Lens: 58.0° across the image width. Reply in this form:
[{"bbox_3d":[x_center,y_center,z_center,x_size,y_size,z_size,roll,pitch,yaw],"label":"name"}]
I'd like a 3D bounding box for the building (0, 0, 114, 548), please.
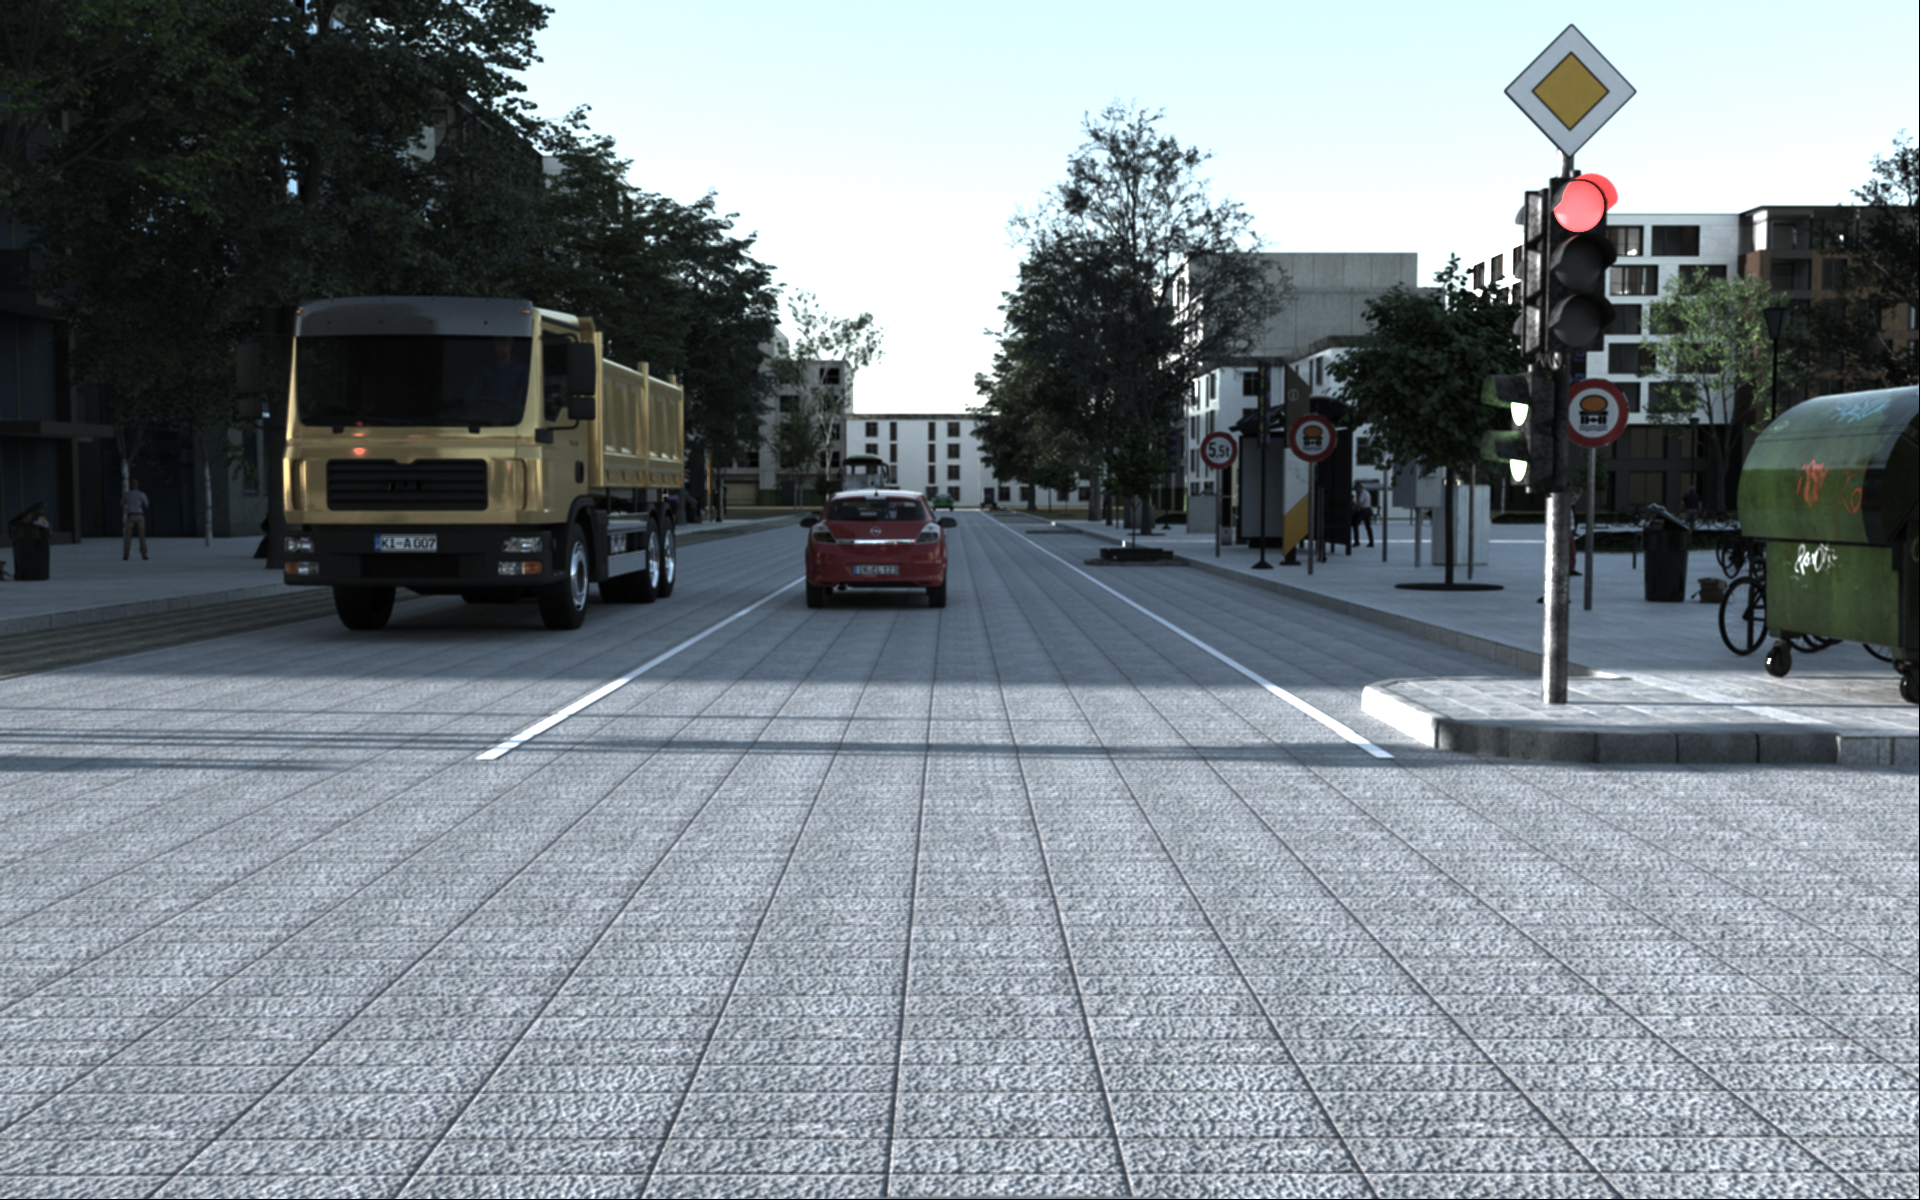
[{"bbox_3d":[-32.283,-23.266,35.019,22.147,44.769,28.867,0,4,0],"label":"building"}]

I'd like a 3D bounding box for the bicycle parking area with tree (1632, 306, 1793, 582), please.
[{"bbox_3d":[15.062,-2.416,26.501,8.231,4.147,9.016,1,4,13],"label":"bicycle parking area with tree"}]

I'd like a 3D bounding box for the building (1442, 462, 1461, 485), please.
[{"bbox_3d":[53.431,-20.329,188.805,11.380,20.091,16.016,0,4,0],"label":"building"}]

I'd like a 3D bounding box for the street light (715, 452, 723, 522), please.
[{"bbox_3d":[-10.594,-6.557,79.747,1.470,5.913,1.316,0,4,0],"label":"street light"}]

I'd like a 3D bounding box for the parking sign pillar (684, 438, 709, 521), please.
[{"bbox_3d":[-12.700,-5.759,82.634,1.447,3.967,1.447,2,4,24],"label":"parking sign pillar"}]

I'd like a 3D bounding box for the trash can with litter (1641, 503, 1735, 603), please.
[{"bbox_3d":[8.680,-0.567,20.652,1.055,1.170,0.624,2,4,26],"label":"trash can with litter"}]

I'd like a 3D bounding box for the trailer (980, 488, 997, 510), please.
[{"bbox_3d":[2.611,-9.343,159.800,1.471,1.999,3.904,0,4,-1],"label":"trailer"}]

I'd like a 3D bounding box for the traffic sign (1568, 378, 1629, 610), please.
[{"bbox_3d":[6.943,-1.160,19.075,0.768,2.556,0.104,0,4,3],"label":"traffic sign"}]

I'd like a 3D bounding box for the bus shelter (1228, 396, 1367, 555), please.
[{"bbox_3d":[7.410,-2.732,38.598,2.014,3.302,5.546,0,4,0],"label":"bus shelter"}]

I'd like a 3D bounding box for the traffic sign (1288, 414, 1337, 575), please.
[{"bbox_3d":[5.587,-1.677,27.529,0.768,2.556,0.104,0,4,3],"label":"traffic sign"}]

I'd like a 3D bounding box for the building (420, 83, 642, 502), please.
[{"bbox_3d":[-35.642,-15.821,102.649,27.936,21.610,32.646,0,4,0],"label":"building"}]

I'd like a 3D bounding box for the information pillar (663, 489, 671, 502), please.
[{"bbox_3d":[-13.886,-4.747,82.105,0.304,2.012,0.304,2,4,24],"label":"information pillar"}]

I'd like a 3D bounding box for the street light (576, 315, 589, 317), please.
[{"bbox_3d":[-10.279,-4.435,45.046,1.470,5.913,1.316,0,4,0],"label":"street light"}]

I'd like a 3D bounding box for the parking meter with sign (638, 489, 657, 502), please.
[{"bbox_3d":[-11.693,-4.203,64.987,0.543,3.016,1.738,2,4,28],"label":"parking meter with sign"}]

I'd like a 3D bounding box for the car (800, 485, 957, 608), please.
[{"bbox_3d":[-1.103,-0.875,23.340,2.155,1.783,4.494,0,4,-2],"label":"car"}]

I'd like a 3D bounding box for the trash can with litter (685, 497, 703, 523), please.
[{"bbox_3d":[-11.654,-3.954,76.041,0.624,1.170,1.055,-3,5,-42],"label":"trash can with litter"}]

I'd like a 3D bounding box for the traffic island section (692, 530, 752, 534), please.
[{"bbox_3d":[-8.634,-2.462,63.112,1.991,0.108,1.994,0,4,0],"label":"traffic island section"}]

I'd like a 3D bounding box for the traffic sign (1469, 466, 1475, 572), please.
[{"bbox_3d":[8.390,-1.729,28.383,0.768,2.556,0.104,0,4,1],"label":"traffic sign"}]

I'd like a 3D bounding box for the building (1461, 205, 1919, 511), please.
[{"bbox_3d":[60.078,-17.912,136.833,32.646,21.610,27.936,0,4,0],"label":"building"}]

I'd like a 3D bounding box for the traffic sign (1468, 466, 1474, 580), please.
[{"bbox_3d":[7.657,-1.585,25.927,0.884,2.594,0.081,1,4,9],"label":"traffic sign"}]

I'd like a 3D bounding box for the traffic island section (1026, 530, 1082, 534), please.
[{"bbox_3d":[3.416,-2.483,63.459,1.991,0.108,1.994,0,4,0],"label":"traffic island section"}]

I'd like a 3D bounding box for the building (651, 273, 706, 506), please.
[{"bbox_3d":[-38.282,-16.930,143.267,31.486,18.905,16.747,0,4,0],"label":"building"}]

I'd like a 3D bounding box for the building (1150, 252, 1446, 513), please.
[{"bbox_3d":[24.996,-16.442,135.290,16.747,18.905,31.486,0,4,0],"label":"building"}]

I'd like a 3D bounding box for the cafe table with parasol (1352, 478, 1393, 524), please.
[{"bbox_3d":[17.359,-4.253,74.402,2.610,1.966,2.610,2,4,26],"label":"cafe table with parasol"}]

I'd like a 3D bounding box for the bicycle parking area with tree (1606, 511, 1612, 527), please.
[{"bbox_3d":[29.691,-4.881,66.809,8.231,4.147,9.016,-1,4,-20],"label":"bicycle parking area with tree"}]

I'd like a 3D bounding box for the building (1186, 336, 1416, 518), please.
[{"bbox_3d":[20.234,-10.011,105.826,9.099,9.664,28.070,0,4,0],"label":"building"}]

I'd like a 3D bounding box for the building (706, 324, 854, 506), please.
[{"bbox_3d":[-27.785,-19.719,188.857,31.486,18.905,16.747,0,4,0],"label":"building"}]

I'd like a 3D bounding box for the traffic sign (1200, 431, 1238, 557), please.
[{"bbox_3d":[5.263,-2.152,35.284,0.768,2.556,0.104,0,4,0],"label":"traffic sign"}]

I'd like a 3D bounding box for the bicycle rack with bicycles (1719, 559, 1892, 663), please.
[{"bbox_3d":[7.414,-0.024,13.777,2.925,0.926,2.852,-1,4,-9],"label":"bicycle rack with bicycles"}]

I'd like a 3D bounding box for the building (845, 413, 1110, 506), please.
[{"bbox_3d":[2.015,-14.844,184.843,28.070,9.664,9.099,0,4,0],"label":"building"}]

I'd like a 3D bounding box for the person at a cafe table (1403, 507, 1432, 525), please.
[{"bbox_3d":[19.515,-3.860,71.619,1.622,1.524,1.698,-3,5,-39],"label":"person at a cafe table"}]

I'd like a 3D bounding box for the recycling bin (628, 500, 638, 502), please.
[{"bbox_3d":[-12.870,-3.488,69.582,0.722,1.027,0.722,1,4,12],"label":"recycling bin"}]

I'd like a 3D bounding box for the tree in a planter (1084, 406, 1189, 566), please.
[{"bbox_3d":[3.546,-2.324,35.220,1.991,3.239,1.994,0,4,0],"label":"tree in a planter"}]

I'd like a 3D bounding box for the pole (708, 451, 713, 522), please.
[{"bbox_3d":[-11.624,-5.307,80.611,0.158,3.312,0.155,0,3,0],"label":"pole"}]

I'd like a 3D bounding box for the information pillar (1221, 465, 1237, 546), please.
[{"bbox_3d":[6.721,-2.375,43.318,0.304,2.012,0.304,2,4,31],"label":"information pillar"}]

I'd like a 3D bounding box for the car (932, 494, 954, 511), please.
[{"bbox_3d":[-1.481,-8.638,150.031,1.959,1.807,4.718,0,4,-1],"label":"car"}]

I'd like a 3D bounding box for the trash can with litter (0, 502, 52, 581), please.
[{"bbox_3d":[-13.997,-0.868,25.575,1.055,1.170,0.624,-1,4,-19],"label":"trash can with litter"}]

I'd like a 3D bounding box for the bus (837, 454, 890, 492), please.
[{"bbox_3d":[-5.912,-7.209,109.411,2.896,3.916,12.252,0,4,0],"label":"bus"}]

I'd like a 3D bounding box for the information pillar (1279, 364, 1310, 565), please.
[{"bbox_3d":[6.051,-2.439,31.238,0.504,3.616,0.183,-1,4,-18],"label":"information pillar"}]

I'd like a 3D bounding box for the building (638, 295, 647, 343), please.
[{"bbox_3d":[-30.651,-16.451,125.385,16.016,20.091,11.380,0,4,0],"label":"building"}]

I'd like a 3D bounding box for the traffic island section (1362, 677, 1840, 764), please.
[{"bbox_3d":[3.676,0.711,10.651,2.009,0.180,2.903,0,4,0],"label":"traffic island section"}]

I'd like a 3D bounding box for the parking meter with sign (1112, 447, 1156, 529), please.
[{"bbox_3d":[6.487,-4.163,64.321,1.738,3.016,0.543,-2,4,-35],"label":"parking meter with sign"}]

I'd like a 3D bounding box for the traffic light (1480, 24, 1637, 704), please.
[{"bbox_3d":[3.636,-1.322,10.537,0.839,4.253,0.868,0,4,0],"label":"traffic light"}]

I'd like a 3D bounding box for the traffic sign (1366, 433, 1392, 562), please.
[{"bbox_3d":[8.086,-2.006,32.900,0.768,2.556,0.104,0,4,4],"label":"traffic sign"}]

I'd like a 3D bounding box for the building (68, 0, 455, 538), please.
[{"bbox_3d":[-32.669,-45.930,63.621,22.319,86.520,31.000,0,4,0],"label":"building"}]

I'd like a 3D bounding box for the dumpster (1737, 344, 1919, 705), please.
[{"bbox_3d":[6.233,-0.537,11.277,1.502,2.255,1.985,0,4,0],"label":"dumpster"}]

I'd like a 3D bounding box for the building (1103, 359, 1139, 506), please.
[{"bbox_3d":[31.775,-19.679,188.215,31.486,18.905,16.747,0,4,0],"label":"building"}]
